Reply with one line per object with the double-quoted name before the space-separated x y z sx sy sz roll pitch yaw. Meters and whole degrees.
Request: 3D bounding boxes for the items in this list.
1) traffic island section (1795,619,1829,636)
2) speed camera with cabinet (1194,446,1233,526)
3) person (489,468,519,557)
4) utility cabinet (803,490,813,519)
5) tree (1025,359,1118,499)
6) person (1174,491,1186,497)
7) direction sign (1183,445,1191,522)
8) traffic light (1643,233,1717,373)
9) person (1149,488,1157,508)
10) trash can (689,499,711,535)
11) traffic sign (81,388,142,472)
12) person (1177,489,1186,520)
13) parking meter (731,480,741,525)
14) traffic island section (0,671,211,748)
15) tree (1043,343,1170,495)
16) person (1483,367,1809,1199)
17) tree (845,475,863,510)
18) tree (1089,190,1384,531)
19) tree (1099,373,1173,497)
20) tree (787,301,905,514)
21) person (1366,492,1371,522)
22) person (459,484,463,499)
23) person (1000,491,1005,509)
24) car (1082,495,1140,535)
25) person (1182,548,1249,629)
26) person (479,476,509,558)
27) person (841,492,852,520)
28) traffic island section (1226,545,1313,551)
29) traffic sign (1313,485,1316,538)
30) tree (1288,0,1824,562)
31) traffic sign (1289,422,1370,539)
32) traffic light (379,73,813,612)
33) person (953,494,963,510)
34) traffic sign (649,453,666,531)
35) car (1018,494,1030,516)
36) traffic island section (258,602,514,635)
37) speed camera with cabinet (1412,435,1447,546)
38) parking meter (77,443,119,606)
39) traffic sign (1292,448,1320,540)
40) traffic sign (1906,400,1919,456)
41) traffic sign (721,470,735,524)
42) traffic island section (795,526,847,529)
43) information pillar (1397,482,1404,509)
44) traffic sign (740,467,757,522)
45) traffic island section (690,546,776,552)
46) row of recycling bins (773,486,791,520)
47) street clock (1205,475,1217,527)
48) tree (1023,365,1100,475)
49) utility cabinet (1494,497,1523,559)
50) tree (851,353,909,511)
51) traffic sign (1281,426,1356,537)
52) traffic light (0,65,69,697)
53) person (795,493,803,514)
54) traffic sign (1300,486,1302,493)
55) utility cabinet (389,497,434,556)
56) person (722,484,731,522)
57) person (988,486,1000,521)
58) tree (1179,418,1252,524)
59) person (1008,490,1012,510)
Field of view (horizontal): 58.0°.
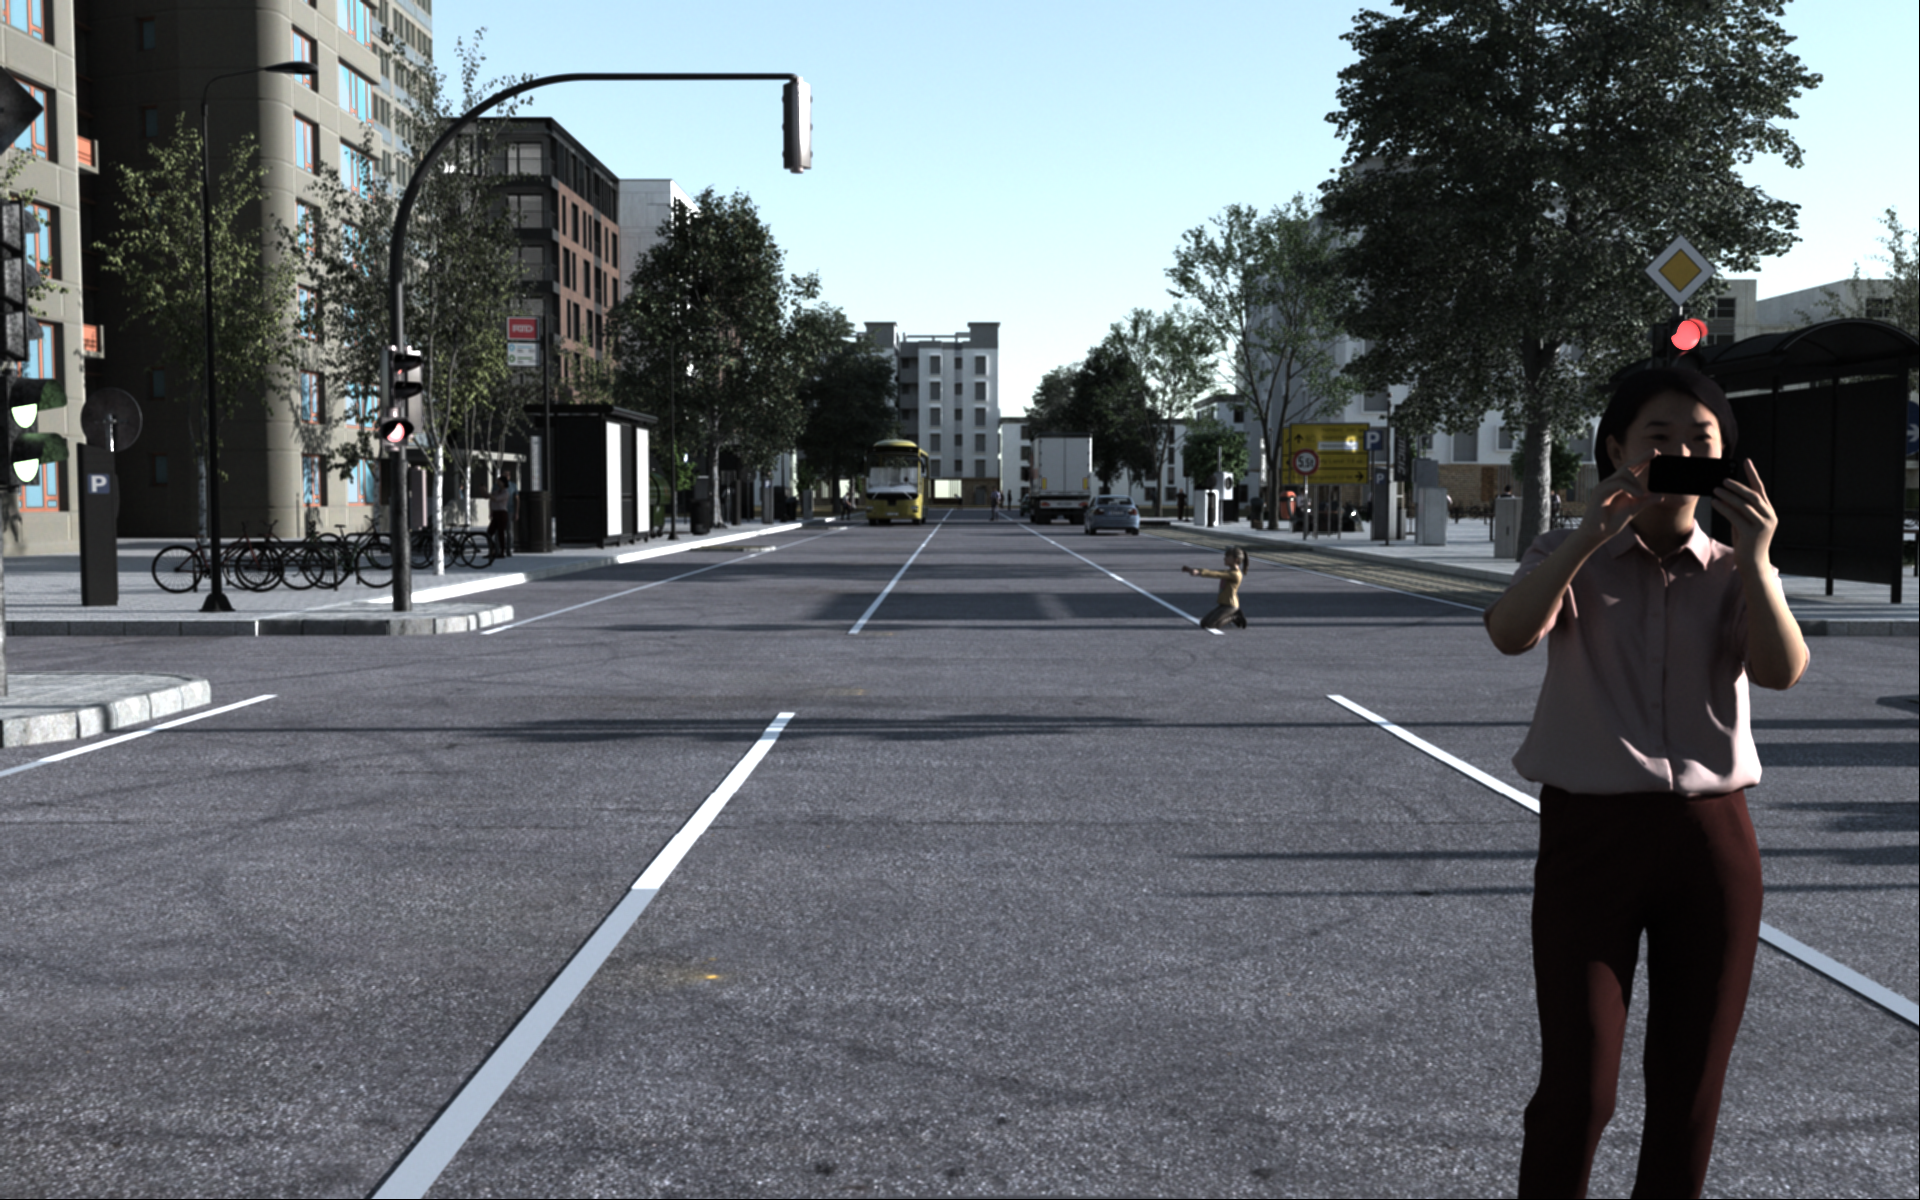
"traffic island section" 7.787 0.203 18.959 2.009 0.180 2.903 0 4 0
"speed camera with cabinet" 10.386 -4.682 70.881 0.660 3.252 2.038 3 5 42
"person" -9.355 -1.794 35.506 0.598 1.807 0.434 0 4 -5
"utility cabinet" -7.678 -4.833 87.693 0.318 1.500 1.173 0 4 7
"tree" 10.939 -15.113 157.464 12.009 13.543 11.850 0 3 0
"person" 18.521 -8.474 145.330 1.217 1.736 0.721 1 4 16
"direction sign" 10.449 -5.362 79.661 0.379 3.537 0.876 2 4 31
"traffic light" 7.747 -1.830 18.845 0.839 4.253 0.868 0 4 0
"person" 17.853 -9.342 158.874 1.350 1.814 0.705 -2 4 -29
"trash can" -8.114 -2.593 54.056 0.748 1.137 0.748 0 3 0
"traffic sign" -10.193 -1.266 20.803 0.768 2.556 0.104 0 4 5
"person" 10.972 -4.732 85.674 0.482 1.546 0.388 -1 4 -12
"parking meter" -9.166 -3.985 70.872 0.255 1.863 0.399 -3 5 -40
"traffic island section" -6.154 0.689 11.014 2.009 0.180 2.903 0 4 0
"tree" 11.010 -13.020 129.890 9.611 12.733 9.660 0 3 0
"person" 1.117 0.438 2.797 0.566 1.644 0.517 -3 4 -39
"tree" -8.508 -9.147 144.147 1.663 3.219 1.824 0 3 0
"tree" 10.965 -8.251 60.663 9.928 11.665 9.643 0 3 0
"tree" 10.560 -9.459 105.015 4.360 8.622 3.978 0 3 0
"tree" -8.096 -12.666 113.741 9.857 13.997 8.962 0 3 0
"person" 18.733 -4.296 78.494 0.590 1.554 0.614 3 4 36
"person" -26.312 -5.207 91.311 0.434 1.807 0.598 0 4 -6
"person" 4.163 -9.853 170.151 0.434 1.755 0.990 0 4 -6
"car" 5.379 -3.028 61.506 2.014 1.417 4.499 0 4 1
"person" 2.735 -0.124 18.449 0.695 0.859 0.347 -1 4 -9
"person" -9.272 -1.652 34.512 0.566 1.644 0.517 0 4 -6
"person" -6.158 -5.095 94.020 0.590 1.554 0.614 0 4 6
"traffic island section" 7.852 -1.315 44.362 1.991 0.108 1.994 0 4 0
"traffic sign" 10.323 -3.085 50.445 0.884 2.594 0.081 0 4 2
"tree" 10.802 -7.693 32.444 9.857 13.997 8.962 0 3 0
"traffic sign" 10.506 -3.394 49.359 2.265 3.308 0.079 0 4 3
"traffic light" -4.002 -2.705 18.894 4.771 5.953 1.251 0 4 0
"person" -0.159 -8.779 155.223 0.799 1.438 0.628 -2 4 -26
"traffic sign" -9.771 -3.364 55.004 0.884 2.594 0.081 0 4 1
"car" 4.803 -6.135 112.101 2.131 1.459 4.920 0 4 2
"traffic island section" -6.134 0.201 18.999 2.009 0.180 2.903 0 4 0
"speed camera with cabinet" 11.891 -3.027 43.824 0.660 3.252 2.038 0 4 7
"parking meter" -9.886 -0.868 19.896 0.399 1.863 0.255 -2 4 -34
"traffic sign" 9.638 -2.951 48.357 0.768 2.556 0.104 0 4 2
"traffic sign" 12.695 -1.428 23.454 0.768 2.556 0.104 0 4 7
"traffic sign" -10.008 -4.444 74.788 0.606 2.300 0.079 0 4 1
"traffic island section" -5.673 -2.948 71.071 1.991 0.108 1.994 0 4 0
"information pillar" 12.810 -2.837 50.881 0.304 2.012 0.304 -2 4 -28
"traffic sign" -9.637 -4.816 78.845 0.768 2.556 0.104 0 4 3
"traffic island section" -5.742 -1.300 44.128 1.991 0.108 1.994 0 4 0
"row of recycling bins" -9.207 -5.001 88.875 1.069 1.692 3.534 0 3 0
"street clock" 9.704 -3.824 67.088 0.358 2.002 0.471 -2 4 -30
"tree" 10.668 -16.074 169.466 9.857 13.997 8.962 0 3 0
"utility cabinet" 11.013 -1.436 34.640 0.306 1.237 1.020 0 4 -5
"tree" -8.346 -13.334 135.013 9.611 12.733 9.660 0 3 0
"traffic sign" 10.792 -3.561 52.098 2.265 3.308 0.079 0 4 7
"traffic light" -6.114 -1.343 10.879 0.839 4.253 0.868 0 4 0
"person" -9.954 -6.373 110.254 1.348 1.823 0.705 1 4 15
"traffic sign" 13.168 -4.085 66.895 0.768 2.556 0.104 0 4 2
"utility cabinet" -11.269 -1.512 35.875 1.020 1.237 0.306 0 4 6
"person" -10.552 -4.492 79.627 0.875 1.805 0.789 -1 4 -14
"person" 1.775 -5.144 92.469 0.709 1.838 0.599 3 5 40
"tree" 11.102 -5.583 74.991 4.285 4.588 4.351 0 3 0
"person" 4.396 -8.816 152.668 0.705 1.821 1.348 0 4 -4
